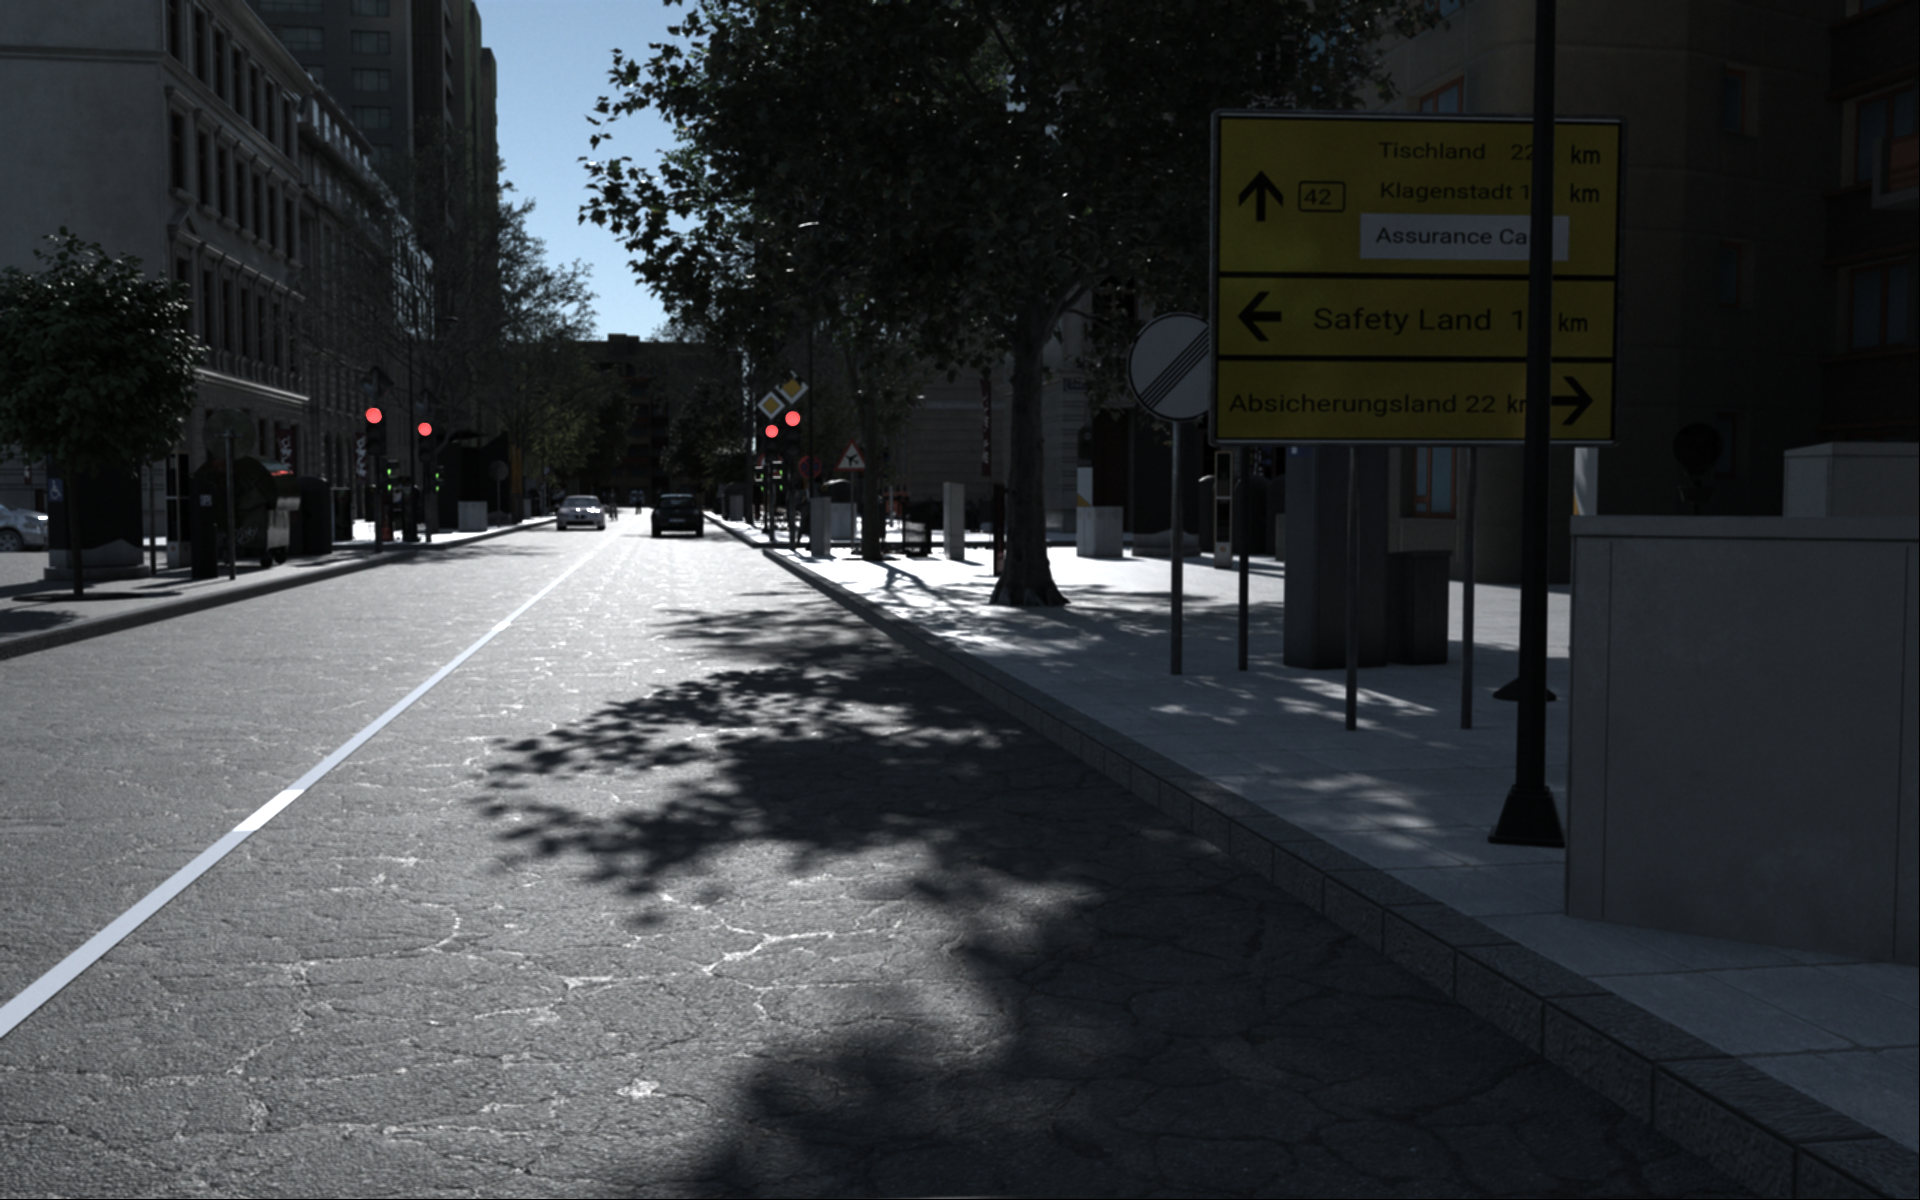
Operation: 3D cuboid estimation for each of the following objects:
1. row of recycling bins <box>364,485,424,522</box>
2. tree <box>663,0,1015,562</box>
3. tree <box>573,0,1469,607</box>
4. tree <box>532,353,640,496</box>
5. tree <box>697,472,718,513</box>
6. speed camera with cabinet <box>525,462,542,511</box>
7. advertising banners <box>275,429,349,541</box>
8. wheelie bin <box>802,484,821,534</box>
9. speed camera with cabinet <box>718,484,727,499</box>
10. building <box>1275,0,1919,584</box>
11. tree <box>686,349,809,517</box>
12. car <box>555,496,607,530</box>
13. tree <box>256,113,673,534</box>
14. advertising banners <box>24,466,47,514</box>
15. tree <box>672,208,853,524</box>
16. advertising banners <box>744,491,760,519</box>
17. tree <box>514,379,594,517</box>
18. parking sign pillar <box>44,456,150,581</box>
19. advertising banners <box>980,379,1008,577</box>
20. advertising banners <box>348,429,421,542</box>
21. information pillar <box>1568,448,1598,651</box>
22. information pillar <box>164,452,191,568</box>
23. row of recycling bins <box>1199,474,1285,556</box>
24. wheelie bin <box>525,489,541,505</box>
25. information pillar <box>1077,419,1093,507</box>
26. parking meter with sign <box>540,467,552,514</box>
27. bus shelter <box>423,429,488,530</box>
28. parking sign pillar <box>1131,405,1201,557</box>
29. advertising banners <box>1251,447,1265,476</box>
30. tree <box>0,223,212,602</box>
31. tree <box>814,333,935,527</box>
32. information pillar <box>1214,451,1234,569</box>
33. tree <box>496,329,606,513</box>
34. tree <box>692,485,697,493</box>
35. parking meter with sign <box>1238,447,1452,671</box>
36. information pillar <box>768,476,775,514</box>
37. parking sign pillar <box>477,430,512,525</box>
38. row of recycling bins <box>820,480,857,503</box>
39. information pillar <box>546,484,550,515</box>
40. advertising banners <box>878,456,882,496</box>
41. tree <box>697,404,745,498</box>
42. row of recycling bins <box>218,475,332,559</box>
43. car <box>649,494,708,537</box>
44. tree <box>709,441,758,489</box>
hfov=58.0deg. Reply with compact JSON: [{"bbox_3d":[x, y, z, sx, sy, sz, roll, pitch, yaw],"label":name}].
[{"bbox_3d":[-26.169,-4.531,81.202,3.534,1.692,1.069,0,4,2],"label":"row of recycling bins"},{"bbox_3d":[-1.874,-6.562,33.040,9.928,11.665,9.643,0,3,0],"label":"tree"},{"bbox_3d":[0.787,-6.282,19.718,9.611,12.733,9.660,0,3,0],"label":"tree"},{"bbox_3d":[-34.705,-15.566,161.158,9.857,13.997,8.962,0,3,0],"label":"tree"},{"bbox_3d":[-16.403,-7.509,117.366,1.663,3.219,1.824,0,3,0],"label":"tree"},{"bbox_3d":[-26.404,-6.905,107.231,0.660,3.252,2.038,-2,4,-28],"label":"speed camera with cabinet"},{"bbox_3d":[-17.485,-3.106,46.970,2.074,3.025,0.090,-3,4,-37],"label":"advertising banners"},{"bbox_3d":[-4.649,-2.886,55.096,0.693,1.594,0.980,-3,5,-41],"label":"wheelie bin"},{"bbox_3d":[-14.584,-7.190,111.890,2.038,3.252,0.660,1,4,19],"label":"speed camera with cabinet"},{"bbox_3d":[22.097,-10.745,20.729,27.650,21.520,28.899,-1,4,-10],"label":"building"},{"bbox_3d":[-11.667,-9.906,96.367,7.601,10.594,8.767,-1,4,-11],"label":"tree"},{"bbox_3d":[-15.345,-3.539,70.230,2.083,1.381,4.827,-1,4,-10],"label":"car"},{"bbox_3d":[-16.773,-8.862,55.258,12.009,13.543,11.850,0,3,0],"label":"tree"},{"bbox_3d":[-26.518,-3.285,49.902,0.090,3.025,2.074,0,4,-4],"label":"advertising banners"},{"bbox_3d":[-8.842,-9.980,73.535,12.009,13.543,11.850,0,3,0],"label":"tree"},{"bbox_3d":[-10.500,-5.707,89.500,0.090,3.025,2.074,-3,5,-44],"label":"advertising banners"},{"bbox_3d":[-23.237,-9.018,97.803,4.360,8.622,3.978,0,3,0],"label":"tree"},{"bbox_3d":[-13.086,-2.305,26.165,1.447,3.967,1.447,2,4,28],"label":"parking sign pillar"},{"bbox_3d":[0.628,-1.901,27.277,0.090,3.025,2.074,1,4,18],"label":"advertising banners"},{"bbox_3d":[-15.510,-3.093,46.756,2.074,3.025,0.090,1,4,16],"label":"advertising banners"},{"bbox_3d":[5.058,-1.383,13.966,0.183,3.616,0.504,0,4,8],"label":"information pillar"},{"bbox_3d":[-13.617,-1.571,30.174,0.304,2.012,0.304,1,4,20],"label":"information pillar"},{"bbox_3d":[6.184,-1.854,37.420,1.069,1.692,3.534,-2,4,-26],"label":"row of recycling bins"},{"bbox_3d":[-25.071,-5.730,101.593,0.693,1.594,0.980,1,4,22],"label":"wheelie bin"},{"bbox_3d":[3.875,-3.799,53.464,0.504,3.616,0.183,1,4,22],"label":"information pillar"},{"bbox_3d":[-26.772,-7.047,111.476,0.543,3.016,1.738,0,4,2],"label":"parking meter with sign"},{"bbox_3d":[-19.050,-4.549,65.653,1.731,3.624,6.357,-1,4,-10],"label":"bus shelter"},{"bbox_3d":[4.264,-2.892,35.756,1.447,3.967,1.447,1,4,19],"label":"parking sign pillar"},{"bbox_3d":[8.406,-3.484,53.157,2.074,3.025,0.090,1,4,9],"label":"advertising banners"},{"bbox_3d":[-10.855,-2.300,21.312,4.285,4.588,4.351,0,3,0],"label":"tree"},{"bbox_3d":[-2.883,-7.116,66.715,4.737,8.622,4.395,0,3,0],"label":"tree"},{"bbox_3d":[4.545,-1.550,29.828,0.304,2.012,0.304,1,4,13],"label":"information pillar"},{"bbox_3d":[-27.474,-12.220,117.928,7.486,12.596,7.792,0,3,0],"label":"tree"},{"bbox_3d":[-28.070,-11.716,186.160,1.663,3.219,1.824,0,3,0],"label":"tree"},{"bbox_3d":[2.819,-1.013,12.822,1.738,3.016,0.543,-1,4,-23],"label":"parking meter with sign"},{"bbox_3d":[-7.259,-4.606,66.661,0.183,3.616,0.504,-2,4,-32],"label":"information pillar"},{"bbox_3d":[-19.649,-5.173,73.046,1.447,3.967,1.447,0,3,0],"label":"parking sign pillar"},{"bbox_3d":[-3.600,-2.728,51.715,1.069,1.692,3.534,-1,4,-8],"label":"row of recycling bins"},{"bbox_3d":[-25.533,-6.270,107.003,0.304,2.012,0.304,-1,4,-17],"label":"information pillar"},{"bbox_3d":[-3.820,-5.125,79.983,0.090,3.025,2.074,-1,4,-12],"label":"advertising banners"},{"bbox_3d":[-19.224,-11.466,137.833,4.360,8.622,3.978,0,3,0],"label":"tree"},{"bbox_3d":[-14.300,-1.744,35.625,1.069,1.692,3.534,1,4,17],"label":"row of recycling bins"},{"bbox_3d":[-9.668,-3.034,59.384,2.009,1.686,4.222,0,4,-8],"label":"car"},{"bbox_3d":[-13.430,-7.347,103.833,4.285,4.588,4.351,0,3,0],"label":"tree"}]
